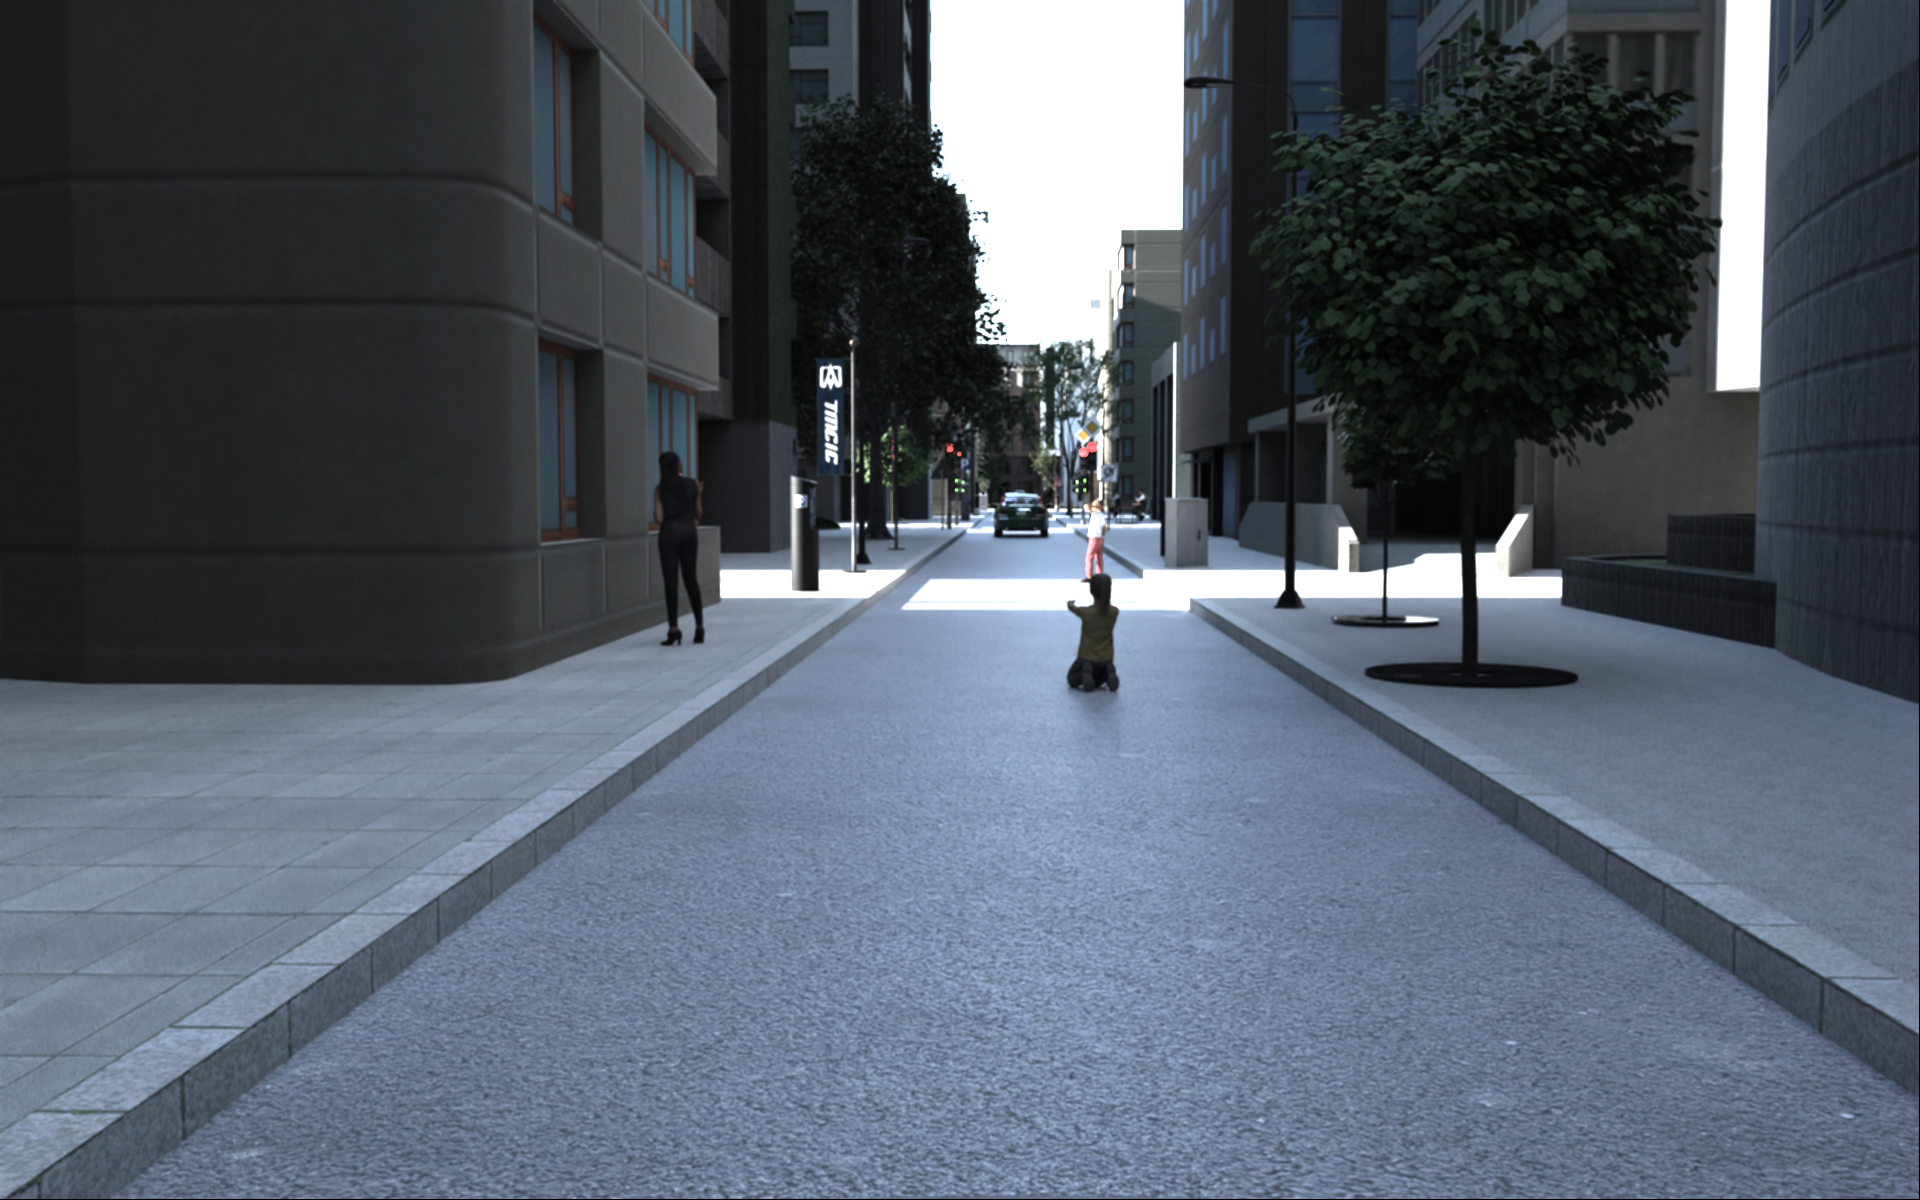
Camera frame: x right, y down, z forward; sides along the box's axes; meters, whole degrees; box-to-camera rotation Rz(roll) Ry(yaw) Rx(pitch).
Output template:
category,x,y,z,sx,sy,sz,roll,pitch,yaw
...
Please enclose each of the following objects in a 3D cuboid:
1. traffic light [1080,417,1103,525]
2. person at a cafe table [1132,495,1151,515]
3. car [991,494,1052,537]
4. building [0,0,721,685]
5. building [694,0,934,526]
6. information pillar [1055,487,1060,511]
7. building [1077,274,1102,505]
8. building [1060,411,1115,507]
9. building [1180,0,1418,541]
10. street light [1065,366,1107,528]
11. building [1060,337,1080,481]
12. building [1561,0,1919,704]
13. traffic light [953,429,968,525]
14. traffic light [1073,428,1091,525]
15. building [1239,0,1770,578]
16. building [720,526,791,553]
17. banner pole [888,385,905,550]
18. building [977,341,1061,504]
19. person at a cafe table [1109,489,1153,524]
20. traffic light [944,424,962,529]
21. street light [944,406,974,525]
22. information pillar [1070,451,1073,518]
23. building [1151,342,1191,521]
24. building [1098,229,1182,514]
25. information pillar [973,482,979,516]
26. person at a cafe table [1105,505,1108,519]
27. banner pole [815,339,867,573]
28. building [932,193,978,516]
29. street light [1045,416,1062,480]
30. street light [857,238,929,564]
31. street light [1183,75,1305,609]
category,x,y,z,sx,sy,sz,roll,pitch,yaw
traffic light,4.771,-4.524,62.882,0.839,4.253,0.868,0,4,2
person at a cafe table,10.641,-5.349,98.323,1.698,1.238,1.726,1,4,13
car,2.098,-2.895,59.126,2.131,1.459,4.920,0,4,2
building,-17.127,-9.841,5.933,27.650,21.520,28.899,0,4,2
building,-8.676,-19.094,83.880,14.160,30.474,14.107,0,4,2
information pillar,7.496,-7.859,132.985,0.304,2.012,0.304,0,4,-7
building,18.554,-18.206,154.088,16.016,20.091,11.380,0,4,2
building,14.896,-14.208,174.451,9.099,9.664,28.070,0,4,2
building,14.414,-24.612,52.510,14.600,45.320,14.200,0,4,2
street light,4.654,-5.525,62.873,1.470,5.913,1.316,0,4,2
building,20.628,-20.628,203.721,16.747,18.905,31.486,0,4,2
building,16.196,-28.433,6.877,21.231,58.520,28.212,0,4,2
traffic light,-0.108,-5.021,71.014,0.839,4.253,0.868,0,4,2
traffic light,5.031,-5.012,70.863,0.839,4.253,0.868,0,4,2
building,22.635,-20.884,33.328,32.217,40.220,23.993,0,4,2
building,-11.215,-16.100,34.931,14.160,30.474,14.107,0,4,2
banner pole,-1.497,-3.028,39.518,0.401,3.779,0.863,0,4,7
building,9.091,-24.551,245.376,32.646,21.610,27.936,0,4,2
person at a cafe table,7.534,-4.072,75.092,1.622,1.524,1.698,1,4,15
traffic light,-0.368,-4.533,63.033,0.839,4.253,0.868,0,4,2
street light,0.030,-6.016,70.900,1.470,5.913,1.316,0,4,2
information pillar,6.102,-6.333,94.907,0.183,3.616,0.504,0,4,-2
building,24.961,-47.030,81.610,31.000,86.520,22.319,0,4,2
building,24.716,-17.256,127.169,27.650,21.520,28.899,0,4,2
information pillar,0.949,-5.958,101.903,0.304,2.012,0.304,-1,4,-20
person at a cafe table,7.721,-4.950,89.441,1.622,1.524,1.698,1,4,8
banner pole,-1.942,-2.333,28.167,0.863,3.779,0.401,1,4,16
building,-12.993,-16.480,114.483,27.650,21.520,28.899,0,4,2
street light,5.895,-7.951,102.546,1.470,5.913,1.316,0,4,2
street light,-1.257,-3.610,31.566,1.470,5.913,1.316,0,4,2
street light,3.179,-2.865,19.388,1.470,5.913,1.316,0,4,2
